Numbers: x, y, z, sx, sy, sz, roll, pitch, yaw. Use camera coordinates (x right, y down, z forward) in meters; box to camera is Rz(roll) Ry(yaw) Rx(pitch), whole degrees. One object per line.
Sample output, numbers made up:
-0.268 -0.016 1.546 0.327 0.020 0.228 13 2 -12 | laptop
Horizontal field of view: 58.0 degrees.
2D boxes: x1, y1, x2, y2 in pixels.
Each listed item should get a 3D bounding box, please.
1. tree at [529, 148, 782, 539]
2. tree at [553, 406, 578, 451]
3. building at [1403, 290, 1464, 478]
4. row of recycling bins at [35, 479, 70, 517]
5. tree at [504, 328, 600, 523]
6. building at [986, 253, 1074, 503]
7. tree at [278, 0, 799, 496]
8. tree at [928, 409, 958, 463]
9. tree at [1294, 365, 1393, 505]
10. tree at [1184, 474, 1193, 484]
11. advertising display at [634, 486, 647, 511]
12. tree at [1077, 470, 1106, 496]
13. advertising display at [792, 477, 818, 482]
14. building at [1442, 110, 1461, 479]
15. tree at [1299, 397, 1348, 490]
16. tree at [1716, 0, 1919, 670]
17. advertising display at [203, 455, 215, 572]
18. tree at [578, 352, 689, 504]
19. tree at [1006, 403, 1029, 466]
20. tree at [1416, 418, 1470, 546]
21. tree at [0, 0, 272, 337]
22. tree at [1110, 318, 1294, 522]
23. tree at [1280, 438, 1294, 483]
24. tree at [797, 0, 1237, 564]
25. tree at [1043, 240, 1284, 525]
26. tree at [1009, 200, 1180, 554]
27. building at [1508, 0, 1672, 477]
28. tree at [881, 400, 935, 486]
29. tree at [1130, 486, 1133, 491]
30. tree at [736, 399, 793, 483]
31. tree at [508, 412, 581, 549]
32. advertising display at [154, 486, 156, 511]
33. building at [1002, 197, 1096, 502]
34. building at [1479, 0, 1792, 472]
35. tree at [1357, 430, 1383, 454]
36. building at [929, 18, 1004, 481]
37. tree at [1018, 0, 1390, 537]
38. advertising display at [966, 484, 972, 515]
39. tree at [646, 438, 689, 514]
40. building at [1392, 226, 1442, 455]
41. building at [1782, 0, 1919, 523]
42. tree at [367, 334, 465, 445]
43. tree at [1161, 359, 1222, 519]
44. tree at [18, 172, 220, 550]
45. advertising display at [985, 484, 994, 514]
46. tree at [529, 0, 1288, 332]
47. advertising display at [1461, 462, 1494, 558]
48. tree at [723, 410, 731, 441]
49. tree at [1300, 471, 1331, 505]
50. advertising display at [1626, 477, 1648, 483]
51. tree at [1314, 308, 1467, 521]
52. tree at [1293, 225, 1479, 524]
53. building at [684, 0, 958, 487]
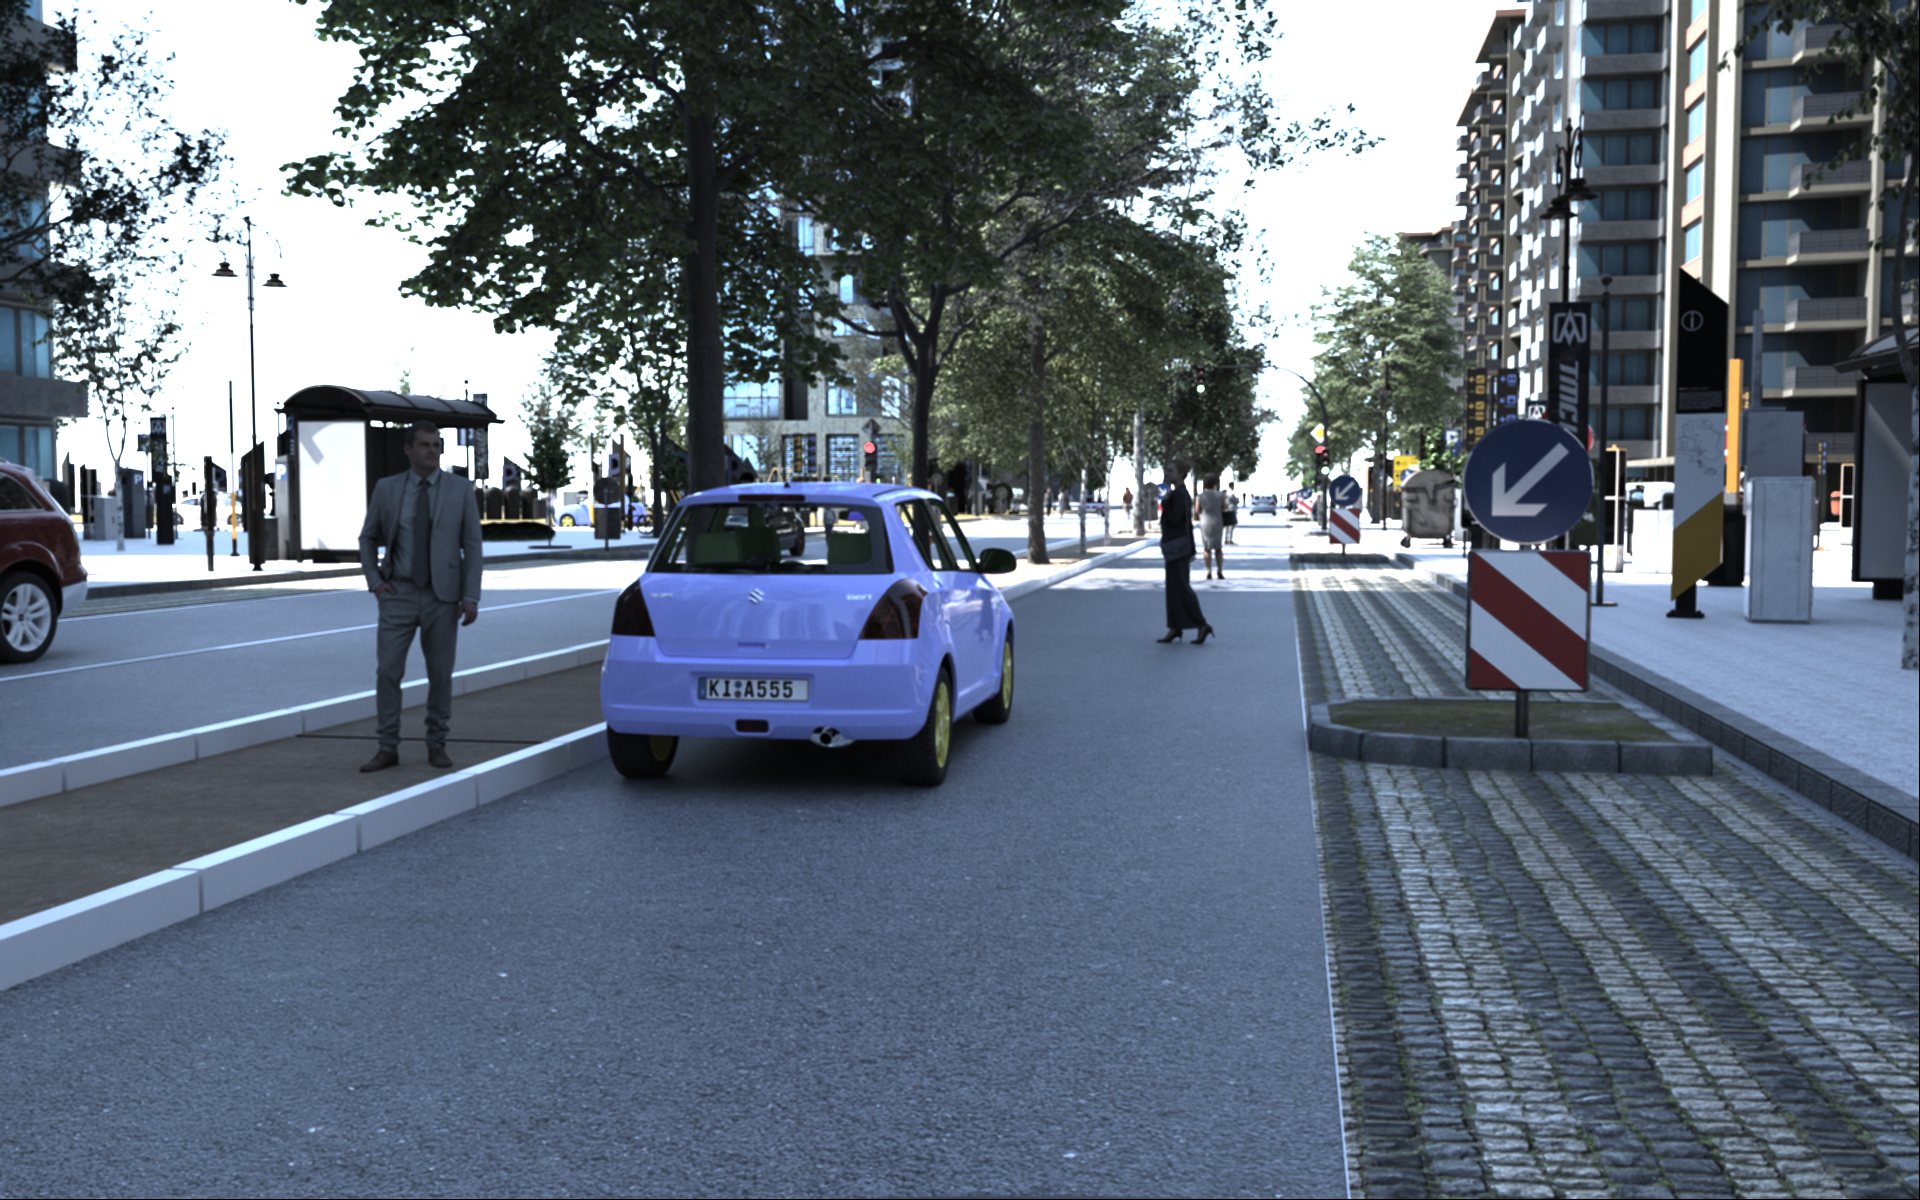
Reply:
-8.830 -7.621 50.362 9.928 11.665 9.643 0 3 0 | tree
-20.799 -9.095 99.061 4.737 8.622 4.395 0 3 0 | tree
73.467 -29.815 259.169 14.160 30.474 14.107 1 4 11 | building
-24.534 -2.335 45.295 1.069 1.692 3.534 0 4 2 | row of recycling bins
-18.392 -7.783 77.620 4.360 8.622 3.978 0 3 0 | tree
0.240 -34.687 259.006 32.217 40.220 23.993 1 4 11 | building
-2.196 -5.745 14.516 7.486 12.596 7.792 0 3 0 | tree
-1.494 -11.740 142.318 4.360 8.622 3.978 0 3 0 | tree
29.570 -12.654 132.646 9.928 11.665 9.643 0 3 0 | tree
39.384 -22.474 301.858 7.601 10.594 8.767 0 4 -8 | tree
-24.398 -7.768 132.223 0.974 1.923 0.123 1 4 14 | advertising display
12.131 -10.703 158.705 4.285 4.588 4.351 0 3 0 | tree
-5.833 -3.667 65.174 0.974 1.923 0.123 0 4 -7 | advertising display
63.969 -32.329 183.203 22.147 44.769 28.867 1 4 11 | building
26.803 -10.749 126.103 4.360 8.622 3.978 0 3 0 | tree
7.217 -3.792 12.357 4.360 8.622 3.978 0 3 0 | tree
-12.501 -1.444 28.829 0.123 1.923 0.974 -2 4 -25 | advertising display
-15.984 -8.413 87.912 4.737 8.622 4.395 0 3 0 | tree
8.429 -13.539 138.362 9.611 12.733 9.660 0 3 0 | tree
11.891 -2.977 43.269 1.663 3.219 1.824 0 3 0 | tree
-13.504 -5.390 22.541 8.767 10.594 7.601 -2 4 -33 | tree
12.192 -9.883 89.798 9.928 11.665 9.643 0 3 0 | tree
57.336 -22.707 289.393 7.486 12.596 7.792 0 3 0 | tree
1.604 -6.976 34.646 7.486 12.596 7.792 0 3 0 | tree
9.040 -9.522 75.147 9.611 12.733 9.660 0 3 0 | tree
2.904 -5.383 40.830 4.737 8.622 4.395 0 3 0 | tree
51.476 -30.734 122.113 23.786 49.044 30.456 1 4 11 | building
-3.609 -11.071 131.372 4.737 8.622 4.395 0 3 0 | tree
21.238 -12.988 206.954 1.663 3.219 1.824 0 3 0 | tree
-15.274 -11.304 135.176 4.360 8.622 3.978 0 3 0 | tree
-9.841 -2.832 40.901 1.663 3.219 1.824 0 3 0 | tree
-62.258 -7.855 133.634 0.123 1.923 0.974 0 4 8 | advertising display
10.315 -45.326 283.077 21.231 58.520 28.212 1 4 11 | building
57.746 -30.607 155.050 22.147 44.769 28.867 1 4 11 | building
32.086 -14.808 152.480 12.009 13.543 11.850 0 3 0 | tree
-10.374 -37.062 195.206 28.713 52.752 27.495 1 4 11 | building
7.024 -12.110 56.351 12.611 20.169 13.585 0 3 0 | tree
0.571 -6.254 107.460 0.123 1.923 0.974 1 4 18 | advertising display
-9.904 -3.912 58.562 1.663 3.219 1.824 0 3 0 | tree
81.573 -38.243 279.902 22.147 44.769 28.867 1 4 11 | building
48.438 -26.234 83.553 28.867 44.769 22.147 1 4 11 | building
-25.269 -7.932 80.049 4.737 8.622 4.395 0 3 0 | tree
10.641 -7.911 82.168 4.360 8.622 3.978 0 3 0 | tree
-19.054 -5.431 39.161 4.360 8.622 3.978 0 3 0 | tree
2.027 -6.603 113.167 0.974 1.923 0.123 0 4 1 | advertising display
-0.571 -6.862 25.023 12.009 13.543 11.850 0 3 0 | tree
10.363 -1.795 34.570 0.123 1.923 0.974 -1 4 -22 | advertising display
-15.486 -9.090 98.984 4.737 8.622 4.395 0 3 0 | tree
54.304 -17.454 269.078 4.285 4.588 4.351 0 3 0 | tree
26.033 -3.771 66.877 0.974 1.923 0.123 2 4 25 | advertising display
20.489 -9.057 82.496 7.601 10.594 8.767 0 3 0 | tree
18.163 -9.509 73.594 7.486 12.596 7.792 0 3 0 | tree
-11.983 -52.101 164.517 22.319 86.520 31.000 1 4 11 | building
